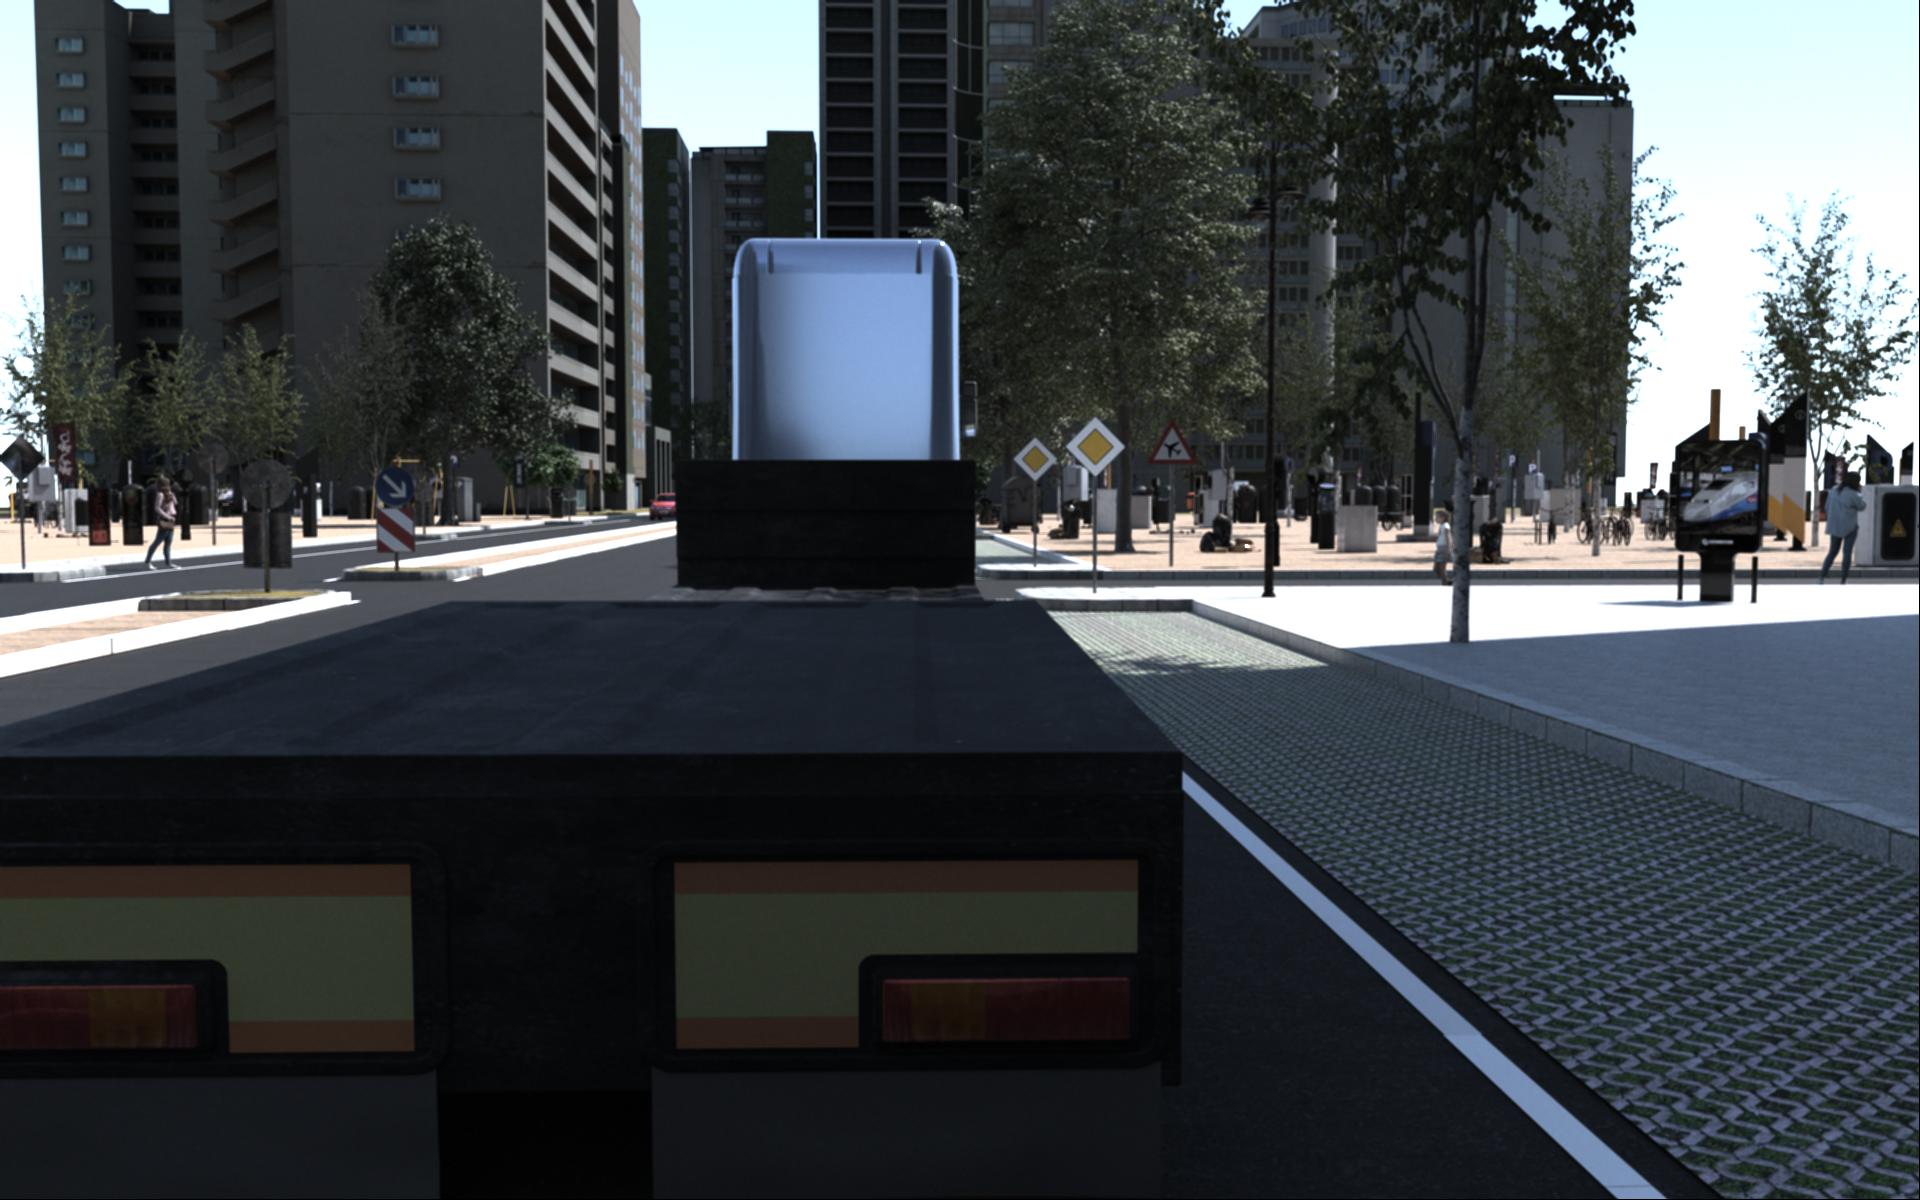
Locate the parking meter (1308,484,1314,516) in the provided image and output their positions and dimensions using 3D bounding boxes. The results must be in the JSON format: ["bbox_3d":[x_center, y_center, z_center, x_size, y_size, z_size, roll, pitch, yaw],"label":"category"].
[{"bbox_3d":[20.203,-5.739,99.539,0.399,1.863,0.255,-3,5,-43],"label":"parking meter"}]

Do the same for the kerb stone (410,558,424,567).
[{"bbox_3d":[-10.715,-0.711,33.827,0.120,0.150,1.000,0,4,-3],"label":"kerb stone"}]

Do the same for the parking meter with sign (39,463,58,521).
[{"bbox_3d":[-44.265,-5.370,84.062,1.738,3.016,0.543,2,4,32],"label":"parking meter with sign"}]

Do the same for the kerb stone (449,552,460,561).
[{"bbox_3d":[-10.877,-0.899,36.896,0.120,0.150,1.000,0,4,-3],"label":"kerb stone"}]

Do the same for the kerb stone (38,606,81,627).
[{"bbox_3d":[-9.929,0.199,18.939,0.120,0.150,1.000,0,4,-3],"label":"kerb stone"}]

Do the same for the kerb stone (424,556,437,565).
[{"bbox_3d":[-10.764,-0.774,34.855,0.120,0.150,1.000,0,4,-3],"label":"kerb stone"}]

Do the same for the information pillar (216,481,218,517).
[{"bbox_3d":[-40.428,-5.462,93.798,0.304,2.012,0.304,0,4,8],"label":"information pillar"}]

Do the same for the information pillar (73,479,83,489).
[{"bbox_3d":[-42.223,-4.798,82.937,0.304,2.012,0.304,0,4,7],"label":"information pillar"}]

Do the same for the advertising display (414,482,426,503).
[{"bbox_3d":[-28.647,-5.303,91.923,0.974,1.923,0.123,3,5,41],"label":"advertising display"}]

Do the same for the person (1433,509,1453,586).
[{"bbox_3d":[6.995,-0.693,24.839,0.382,1.210,0.505,0,4,2],"label":"person"}]

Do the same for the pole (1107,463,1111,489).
[{"bbox_3d":[7.528,-5.746,87.786,0.158,3.312,0.155,0,3,0],"label":"pole"}]

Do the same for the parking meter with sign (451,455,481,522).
[{"bbox_3d":[-22.471,-5.040,78.659,0.543,3.016,1.738,1,4,20],"label":"parking meter with sign"}]

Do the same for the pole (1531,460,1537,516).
[{"bbox_3d":[33.779,-6.630,102.246,0.158,3.312,0.155,0,3,0],"label":"pole"}]

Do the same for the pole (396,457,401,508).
[{"bbox_3d":[-27.076,-5.486,83.543,0.158,3.312,0.155,0,3,0],"label":"pole"}]

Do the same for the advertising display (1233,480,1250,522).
[{"bbox_3d":[13.110,-4.629,80.904,0.974,1.923,0.123,-2,4,-30],"label":"advertising display"}]

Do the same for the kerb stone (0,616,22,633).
[{"bbox_3d":[-9.864,0.269,17.916,0.120,0.150,1.000,0,4,-3],"label":"kerb stone"}]

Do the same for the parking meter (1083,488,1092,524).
[{"bbox_3d":[5.464,-4.014,74.037,0.372,1.533,0.369,0,3,0],"label":"parking meter"}]

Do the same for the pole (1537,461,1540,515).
[{"bbox_3d":[35.503,-6.891,106.507,0.158,3.312,0.155,0,3,0],"label":"pole"}]

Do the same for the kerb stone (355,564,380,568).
[{"bbox_3d":[-10.554,-0.520,30.758,0.120,0.150,1.000,0,4,-3],"label":"kerb stone"}]

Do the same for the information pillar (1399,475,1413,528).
[{"bbox_3d":[16.894,-3.730,65.483,0.304,2.012,0.304,-1,4,-15],"label":"information pillar"}]

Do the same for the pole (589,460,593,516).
[{"bbox_3d":[-21.861,-6.659,102.711,0.158,3.312,0.155,0,3,0],"label":"pole"}]

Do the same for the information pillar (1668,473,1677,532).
[{"bbox_3d":[24.465,-3.355,59.339,0.304,2.012,0.304,2,4,33],"label":"information pillar"}]

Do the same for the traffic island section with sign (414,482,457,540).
[{"bbox_3d":[-16.936,-2.803,54.460,1.989,1.847,2.006,0,4,-3],"label":"traffic island section with sign"}]

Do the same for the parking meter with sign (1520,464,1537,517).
[{"bbox_3d":[32.688,-6.327,99.705,0.543,3.016,1.738,0,4,3],"label":"parking meter with sign"}]

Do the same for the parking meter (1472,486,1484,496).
[{"bbox_3d":[17.336,-3.031,57.975,0.372,1.533,0.369,0,3,0],"label":"parking meter"}]

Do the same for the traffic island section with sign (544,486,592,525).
[{"bbox_3d":[-18.372,-4.449,81.377,1.989,1.847,2.006,0,4,-3],"label":"traffic island section with sign"}]

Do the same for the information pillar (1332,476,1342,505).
[{"bbox_3d":[15.344,-4.040,70.545,0.304,2.012,0.304,2,4,31],"label":"information pillar"}]

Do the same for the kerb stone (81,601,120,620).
[{"bbox_3d":[-9.989,0.137,19.959,0.120,0.150,1.000,0,4,-3],"label":"kerb stone"}]

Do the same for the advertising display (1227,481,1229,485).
[{"bbox_3d":[13.826,-5.073,88.164,0.123,1.923,0.974,-2,4,-27],"label":"advertising display"}]

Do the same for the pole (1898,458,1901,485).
[{"bbox_3d":[53.235,-6.376,98.092,0.158,3.312,0.155,0,3,0],"label":"pole"}]

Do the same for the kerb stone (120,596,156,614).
[{"bbox_3d":[-10.037,0.074,20.981,0.120,0.150,1.000,0,4,-3],"label":"kerb stone"}]

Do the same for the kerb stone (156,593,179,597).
[{"bbox_3d":[-10.081,0.016,22.006,0.120,0.150,1.000,0,4,-3],"label":"kerb stone"}]

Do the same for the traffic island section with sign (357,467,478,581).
[{"bbox_3d":[-9.418,-1.303,29.433,2.006,1.907,1.989,0,4,-3],"label":"traffic island section with sign"}]

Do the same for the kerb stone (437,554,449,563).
[{"bbox_3d":[-10.823,-0.830,35.876,0.120,0.150,1.000,0,4,-3],"label":"kerb stone"}]

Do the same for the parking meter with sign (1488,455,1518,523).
[{"bbox_3d":[23.624,-4.893,76.254,1.738,3.016,0.543,-1,4,-18],"label":"parking meter with sign"}]

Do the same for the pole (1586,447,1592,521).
[{"bbox_3d":[26.472,-4.836,72.912,0.158,3.312,0.155,0,3,0],"label":"pole"}]

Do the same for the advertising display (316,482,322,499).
[{"bbox_3d":[-34.728,-5.383,93.226,0.123,1.923,0.974,1,4,17],"label":"advertising display"}]

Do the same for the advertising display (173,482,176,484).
[{"bbox_3d":[-40.286,-5.177,89.861,0.123,1.923,0.974,3,4,39],"label":"advertising display"}]

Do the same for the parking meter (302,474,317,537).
[{"bbox_3d":[-19.312,-2.795,51.402,0.399,1.863,0.255,2,4,32],"label":"parking meter"}]

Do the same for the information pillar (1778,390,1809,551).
[{"bbox_3d":[18.919,-2.926,39.197,0.504,3.616,0.183,3,5,44],"label":"information pillar"}]

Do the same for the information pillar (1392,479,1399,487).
[{"bbox_3d":[21.933,-5.052,87.099,0.304,2.012,0.304,-1,4,-13],"label":"information pillar"}]

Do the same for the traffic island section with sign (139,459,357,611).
[{"bbox_3d":[-9.034,-0.850,22.036,2.006,1.907,1.989,0,4,-3],"label":"traffic island section with sign"}]

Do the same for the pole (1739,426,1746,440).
[{"bbox_3d":[23.339,-3.542,51.754,0.158,3.312,0.155,0,3,0],"label":"pole"}]

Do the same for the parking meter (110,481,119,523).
[{"bbox_3d":[-38.156,-4.433,78.197,0.255,1.863,0.399,-3,5,-40],"label":"parking meter"}]

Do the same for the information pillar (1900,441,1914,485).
[{"bbox_3d":[41.286,-5.147,75.501,0.504,3.616,0.183,1,4,18],"label":"information pillar"}]

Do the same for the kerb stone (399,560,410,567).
[{"bbox_3d":[-10.662,-0.649,32.806,0.120,0.150,1.000,0,4,-3],"label":"kerb stone"}]

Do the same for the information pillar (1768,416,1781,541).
[{"bbox_3d":[22.459,-3.434,47.494,0.504,3.616,0.183,2,4,26],"label":"information pillar"}]

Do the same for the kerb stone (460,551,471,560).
[{"bbox_3d":[-10.934,-0.962,37.924,0.120,0.150,1.000,0,4,-3],"label":"kerb stone"}]

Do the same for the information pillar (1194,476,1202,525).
[{"bbox_3d":[9.752,-4.064,70.933,0.304,2.012,0.304,1,4,14],"label":"information pillar"}]

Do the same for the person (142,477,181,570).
[{"bbox_3d":[-15.185,-1.456,32.893,0.643,1.750,0.593,-1,4,-16],"label":"person"}]

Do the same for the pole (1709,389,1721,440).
[{"bbox_3d":[14.612,-2.431,33.584,0.158,3.312,0.155,0,3,0],"label":"pole"}]

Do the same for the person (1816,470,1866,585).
[{"bbox_3d":[13.570,-1.096,26.689,0.793,1.790,0.793,2,4,27],"label":"person"}]

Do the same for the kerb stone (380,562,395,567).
[{"bbox_3d":[-10.603,-0.586,31.781,0.120,0.150,1.000,0,4,-3],"label":"kerb stone"}]

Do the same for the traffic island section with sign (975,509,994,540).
[{"bbox_3d":[0.033,-2.831,54.907,1.989,1.847,2.006,0,4,-3],"label":"traffic island section with sign"}]

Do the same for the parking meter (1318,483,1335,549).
[{"bbox_3d":[8.540,-1.951,40.302,0.372,1.533,0.369,0,3,0],"label":"parking meter"}]
